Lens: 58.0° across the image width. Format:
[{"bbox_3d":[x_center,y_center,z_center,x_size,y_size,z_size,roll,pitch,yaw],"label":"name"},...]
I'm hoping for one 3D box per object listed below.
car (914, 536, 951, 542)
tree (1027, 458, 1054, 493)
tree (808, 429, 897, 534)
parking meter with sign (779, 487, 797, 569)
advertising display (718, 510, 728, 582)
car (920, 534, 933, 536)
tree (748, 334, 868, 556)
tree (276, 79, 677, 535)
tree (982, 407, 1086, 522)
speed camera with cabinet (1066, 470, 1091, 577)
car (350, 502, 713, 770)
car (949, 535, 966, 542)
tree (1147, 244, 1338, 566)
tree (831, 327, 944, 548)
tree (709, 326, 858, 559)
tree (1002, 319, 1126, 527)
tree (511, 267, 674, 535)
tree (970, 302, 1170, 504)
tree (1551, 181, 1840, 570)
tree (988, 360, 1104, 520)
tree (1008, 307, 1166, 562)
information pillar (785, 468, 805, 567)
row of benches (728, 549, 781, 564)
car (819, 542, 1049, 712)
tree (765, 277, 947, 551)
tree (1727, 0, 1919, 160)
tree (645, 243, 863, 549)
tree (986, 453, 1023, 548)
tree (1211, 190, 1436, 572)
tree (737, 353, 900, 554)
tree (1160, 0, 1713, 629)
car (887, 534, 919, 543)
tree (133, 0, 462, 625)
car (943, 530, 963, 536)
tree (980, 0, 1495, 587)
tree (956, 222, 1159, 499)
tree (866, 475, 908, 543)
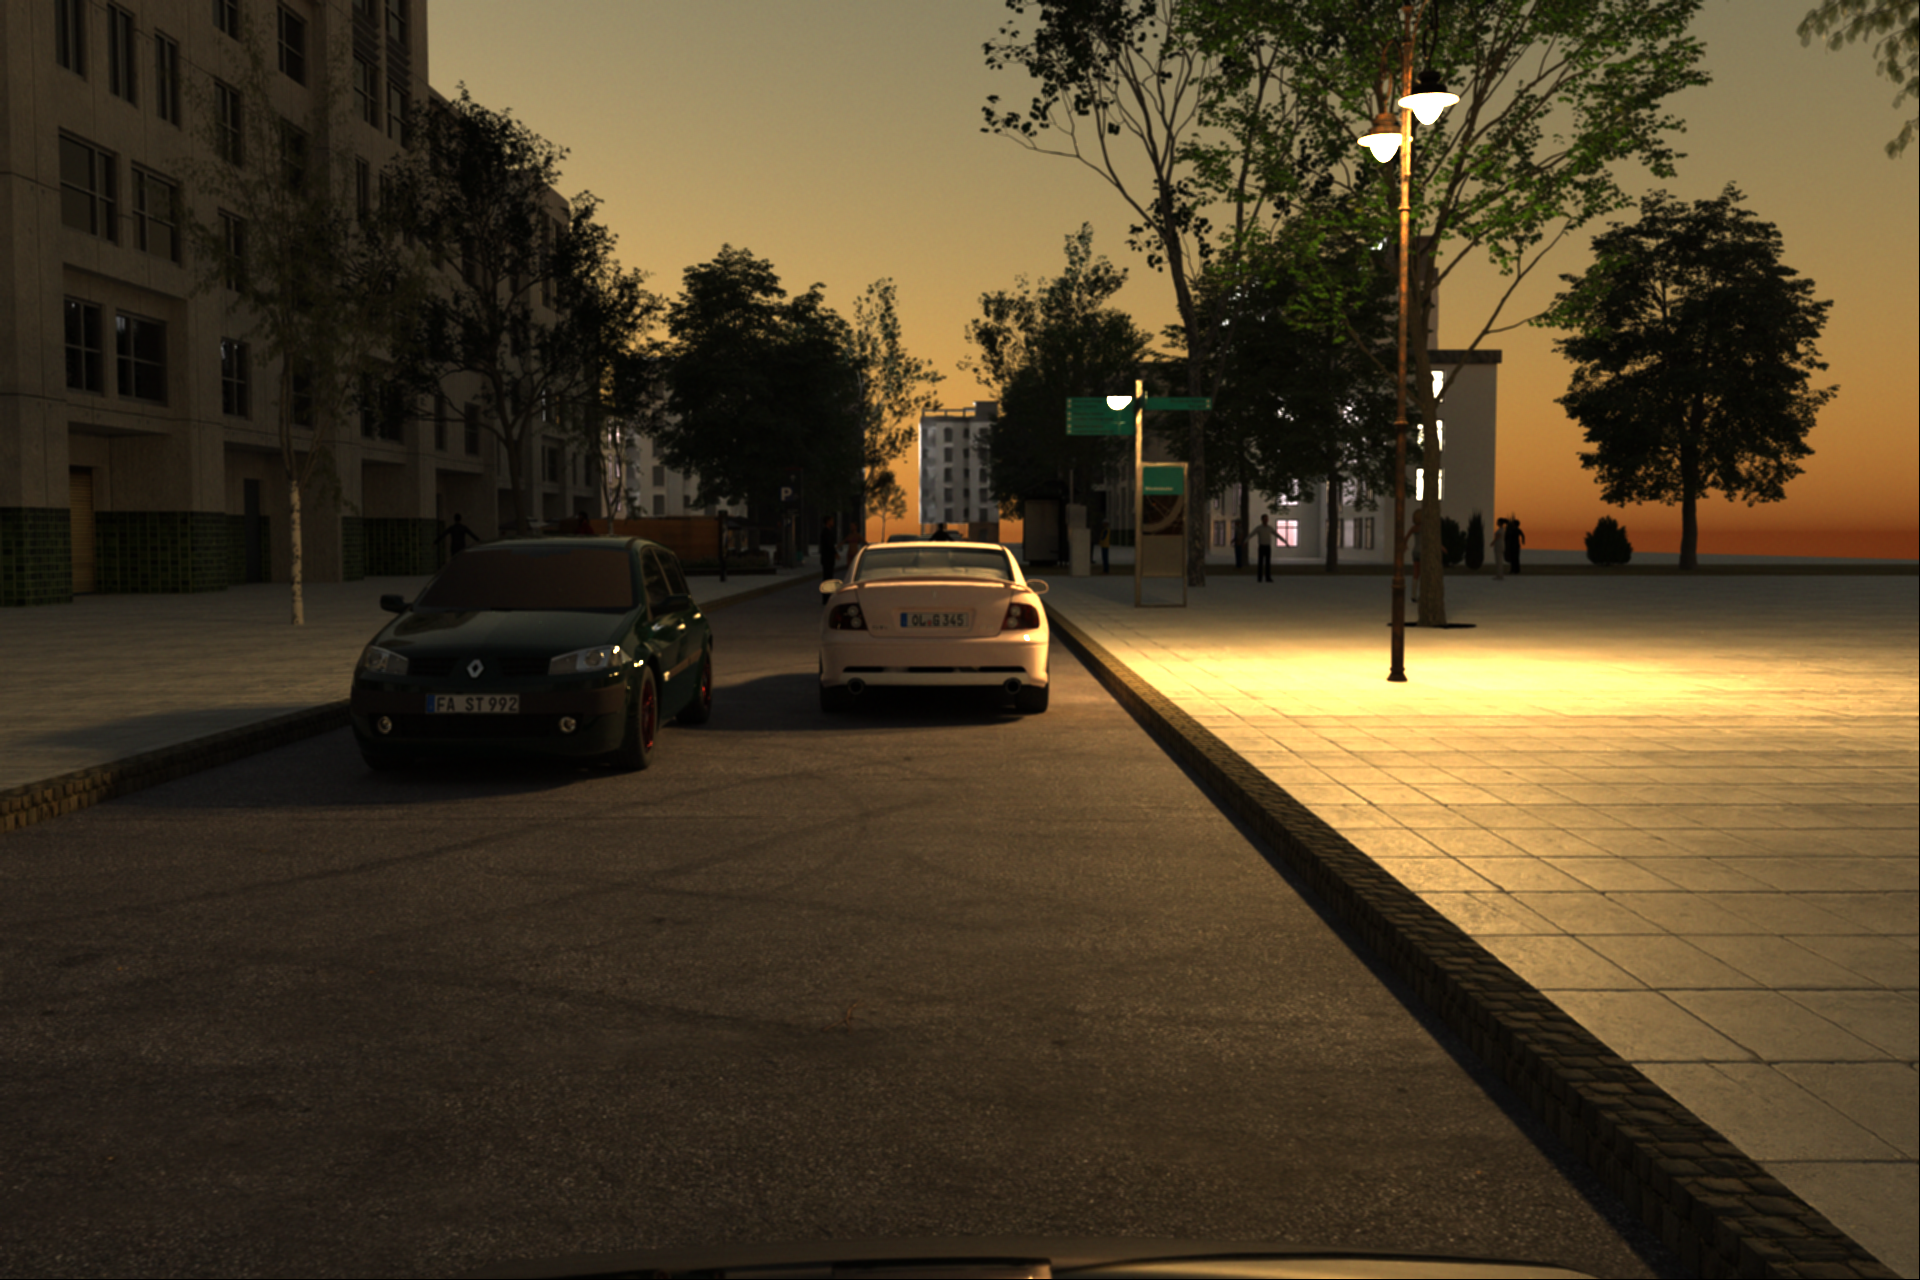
[{"bbox_3d":[-0.978,-3.111,63.228,2.083,1.381,4.827,0,4,-1],"label":"car"},{"bbox_3d":[6.155,-11.222,133.846,4.360,8.622,3.978,0,3,0],"label":"tree"},{"bbox_3d":[-8.782,-12.717,142.342,8.767,10.594,7.601,2,4,28],"label":"tree"},{"bbox_3d":[-6.370,-4.170,64.441,0.543,3.016,1.738,0,3,0],"label":"parking meter with sign"},{"bbox_3d":[-6.391,-2.540,46.743,0.123,1.923,0.974,0,4,1],"label":"advertising display"},{"bbox_3d":[-2.136,-6.594,119.613,2.131,1.459,4.920,0,4,0],"label":"car"},{"bbox_3d":[-9.275,-11.063,99.001,7.486,12.596,7.792,0,3,0],"label":"tree"},{"bbox_3d":[-9.315,-6.208,35.913,7.601,10.594,8.767,2,4,26],"label":"tree"},{"bbox_3d":[6.411,-14.428,142.560,9.857,13.997,8.962,0,3,0],"label":"tree"},{"bbox_3d":[3.608,-3.564,52.601,0.660,3.252,2.038,0,4,0],"label":"speed camera with cabinet"},{"bbox_3d":[-2.748,-0.120,11.751,2.009,1.686,4.222,0,4,0],"label":"car"},{"bbox_3d":[-0.574,-7.443,134.062,2.083,1.381,4.827,0,4,-1],"label":"car"},{"bbox_3d":[10.897,-9.204,68.618,7.486,12.596,7.792,0,3,0],"label":"tree"},{"bbox_3d":[-8.166,-18.472,157.908,12.611,20.169,13.585,0,3,0],"label":"tree"},{"bbox_3d":[-8.997,-9.909,87.769,9.928,11.665,9.643,0,3,0],"label":"tree"},{"bbox_3d":[4.140,-6.630,58.756,4.360,8.622,3.978,0,3,0],"label":"tree"},{"bbox_3d":[-9.157,-5.857,46.132,4.360,8.622,3.978,0,3,0],"label":"tree"},{"bbox_3d":[6.065,-11.066,91.300,12.009,13.543,11.850,0,3,0],"label":"tree"},{"bbox_3d":[26.236,-9.515,62.223,9.857,13.997,8.962,0,3,0],"label":"tree"},{"bbox_3d":[6.272,-13.303,124.160,9.857,13.997,8.962,0,3,0],"label":"tree"},{"bbox_3d":[5.787,-9.355,78.715,9.928,11.665,9.643,0,3,0],"label":"tree"},{"bbox_3d":[-6.502,-4.805,67.943,0.750,3.857,0.750,0,4,1],"label":"information pillar"},{"bbox_3d":[-8.595,-3.539,73.320,4.104,0.672,1.422,1,4,11],"label":"row of benches"},{"bbox_3d":[-0.229,-0.182,15.330,2.083,1.381,4.827,0,4,-1],"label":"car"},{"bbox_3d":[-7.638,-16.599,127.278,12.611,20.169,13.585,0,3,0],"label":"tree"},{"bbox_3d":[6.344,-3.655,10.128,4.360,8.622,3.978,0,3,0],"label":"tree"},{"bbox_3d":[-9.087,-10.348,75.852,9.857,13.997,8.962,0,3,0],"label":"tree"},{"bbox_3d":[5.892,-13.989,154.473,9.928,11.665,9.643,0,3,0],"label":"tree"},{"bbox_3d":[12.135,-8.561,58.096,7.486,12.596,7.792,0,3,0],"label":"tree"},{"bbox_3d":[-9.040,-12.336,112.062,12.009,13.543,11.850,0,3,0],"label":"tree"},{"bbox_3d":[6.403,-5.991,23.712,9.928,11.665,9.643,0,3,0],"label":"tree"},{"bbox_3d":[-2.242,-3.656,70.006,2.015,1.641,3.980,0,4,0],"label":"car"},{"bbox_3d":[-9.652,-4.524,24.327,4.360,8.622,3.978,0,3,0],"label":"tree"},{"bbox_3d":[-0.878,-8.979,155.482,2.281,1.827,5.304,0,4,-1],"label":"car"},{"bbox_3d":[6.016,-11.289,40.463,12.611,20.169,13.585,0,3,0],"label":"tree"},{"bbox_3d":[6.095,-15.393,107.562,12.611,20.169,13.585,0,3,0],"label":"tree"},{"bbox_3d":[-10.880,-19.343,250.673,7.601,10.594,8.767,0,4,6],"label":"tree"}]
